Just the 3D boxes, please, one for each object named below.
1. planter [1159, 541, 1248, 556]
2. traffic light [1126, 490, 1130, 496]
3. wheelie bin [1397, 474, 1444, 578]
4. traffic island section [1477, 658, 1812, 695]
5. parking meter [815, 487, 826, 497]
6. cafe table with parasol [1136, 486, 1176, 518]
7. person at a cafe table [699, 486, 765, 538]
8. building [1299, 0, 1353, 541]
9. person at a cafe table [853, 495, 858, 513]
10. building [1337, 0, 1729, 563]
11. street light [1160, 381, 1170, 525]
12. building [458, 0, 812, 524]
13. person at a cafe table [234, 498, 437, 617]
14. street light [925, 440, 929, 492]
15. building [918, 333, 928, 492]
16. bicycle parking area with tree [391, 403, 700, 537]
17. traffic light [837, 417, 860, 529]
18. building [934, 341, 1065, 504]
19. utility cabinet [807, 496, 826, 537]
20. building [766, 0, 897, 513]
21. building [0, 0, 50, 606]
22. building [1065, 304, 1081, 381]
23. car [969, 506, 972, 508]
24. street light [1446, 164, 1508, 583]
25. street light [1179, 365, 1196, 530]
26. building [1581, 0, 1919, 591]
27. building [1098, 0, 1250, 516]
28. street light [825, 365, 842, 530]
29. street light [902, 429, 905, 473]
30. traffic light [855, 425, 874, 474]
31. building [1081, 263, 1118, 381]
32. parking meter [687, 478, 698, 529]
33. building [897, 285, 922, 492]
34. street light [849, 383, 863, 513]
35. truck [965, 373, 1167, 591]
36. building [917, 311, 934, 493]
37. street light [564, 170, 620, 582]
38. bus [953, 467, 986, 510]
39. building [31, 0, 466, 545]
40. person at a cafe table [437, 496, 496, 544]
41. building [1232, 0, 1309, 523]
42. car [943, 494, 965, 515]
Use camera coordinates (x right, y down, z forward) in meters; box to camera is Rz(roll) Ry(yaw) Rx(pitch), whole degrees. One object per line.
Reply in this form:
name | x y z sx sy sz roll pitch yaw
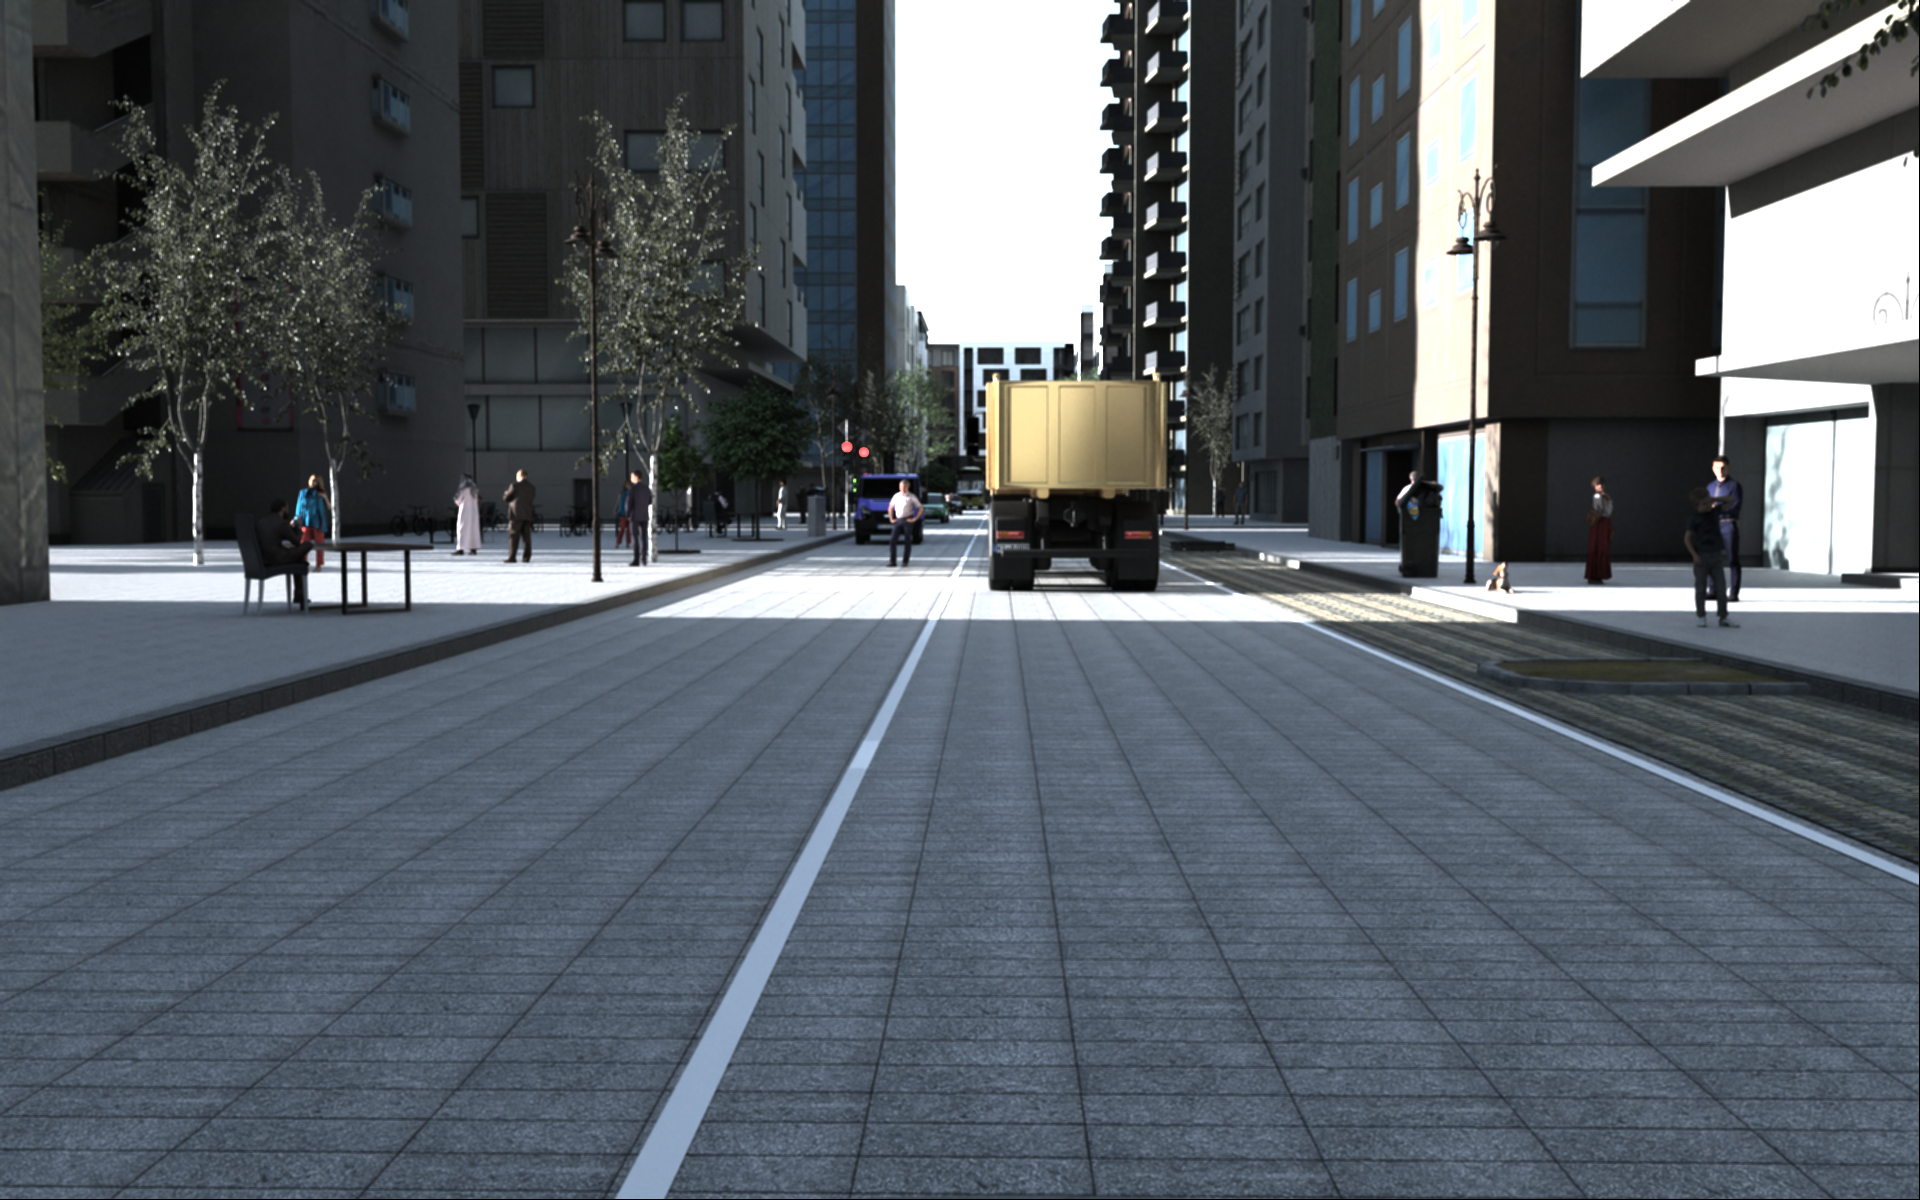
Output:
planter | 5.646 -1.195 40.686 1.991 0.319 1.994 0 4 1
traffic light | 6.071 -4.506 62.596 0.839 4.253 0.868 0 4 1
wheelie bin | 7.122 -1.155 26.785 0.693 1.594 0.980 1 4 10
traffic island section | 5.062 0.588 13.257 1.991 0.108 1.994 0 4 1
parking meter | -4.734 -3.074 58.670 0.372 1.533 0.369 0 3 0
cafe table with parasol | 10.520 -5.499 94.769 2.610 1.966 2.610 0 4 7
person at a cafe table | -6.941 -2.615 51.268 1.698 1.524 1.622 2 4 29
building | 17.437 -17.181 52.615 14.160 30.474 14.107 0 4 1
person at a cafe table | -5.588 -5.790 103.185 1.622 1.524 1.698 -2 4 -30
building | 16.774 -23.703 37.648 14.600 45.320 14.200 0 4 1
street light | 8.270 -5.994 70.782 0.468 5.910 1.993 0 4 1
building | -22.150 -30.328 85.102 28.713 52.752 27.495 0 4 1
person at a cafe table | -6.904 -0.482 18.735 1.726 1.238 1.698 -3 5 -45
street light | -2.767 -10.552 145.308 0.468 5.910 1.993 0 4 1
building | -11.369 -20.022 183.772 16.016 20.091 11.380 0 4 1
bicycle parking area with tree | -12.942 -4.167 55.132 8.231 4.147 9.016 2 4 25
traffic light | -4.049 -4.518 62.793 0.839 4.253 0.868 0 4 1
building | -1.988 -24.550 245.364 32.646 21.610 27.936 0 4 1
utility cabinet | -4.330 -2.529 52.518 0.306 1.237 1.020 1 4 12
building | -11.854 -28.978 123.902 14.600 45.320 14.200 0 4 1
building | -20.452 -42.220 2.966 22.319 86.520 31.000 0 4 1
building | 27.185 -21.933 202.586 27.936 21.610 32.646 0 4 1
car | 0.333 -10.142 174.625 1.959 1.807 4.718 0 4 2
street light | 7.338 -3.178 24.751 0.468 5.910 1.993 0 4 1
street light | 8.142 -5.468 62.188 0.468 5.910 1.993 0 4 1
building | 24.134 -26.129 16.452 28.713 52.752 27.495 0 4 1
building | 20.709 -28.210 115.854 22.147 44.769 28.867 0 4 1
street light | -4.529 -5.473 62.270 0.468 5.910 1.993 0 4 1
street light | -3.580 -8.288 108.290 0.468 5.910 1.993 0 4 1
traffic light | -3.880 -5.006 70.776 0.839 4.253 0.868 0 4 1
building | 26.899 -19.917 169.621 27.936 21.610 32.646 0 4 1
parking meter | -9.848 -3.544 63.651 0.255 1.863 0.399 -3 5 -40
building | -12.626 -18.089 162.220 16.747 18.905 31.486 0 4 1
street light | -4.258 -6.012 71.085 0.468 5.910 1.993 0 4 1
truck | 1.753 -2.042 29.316 3.469 3.379 9.791 0 4 1
building | -20.299 -22.219 207.248 32.646 21.610 27.936 0 4 1
street light | -5.311 -3.204 25.174 0.468 5.910 1.993 0 4 1
bus | 1.051 -10.323 160.332 2.896 3.916 12.252 0 4 2
building | -28.661 -26.141 51.101 21.600 48.544 21.300 0 4 1
person at a cafe table | -12.867 -2.098 45.157 1.698 1.238 1.726 2 4 30
building | 20.272 -24.139 78.263 14.086 41.232 14.154 0 4 1
car | -0.682 -6.627 118.145 2.009 1.686 4.222 0 3 0
